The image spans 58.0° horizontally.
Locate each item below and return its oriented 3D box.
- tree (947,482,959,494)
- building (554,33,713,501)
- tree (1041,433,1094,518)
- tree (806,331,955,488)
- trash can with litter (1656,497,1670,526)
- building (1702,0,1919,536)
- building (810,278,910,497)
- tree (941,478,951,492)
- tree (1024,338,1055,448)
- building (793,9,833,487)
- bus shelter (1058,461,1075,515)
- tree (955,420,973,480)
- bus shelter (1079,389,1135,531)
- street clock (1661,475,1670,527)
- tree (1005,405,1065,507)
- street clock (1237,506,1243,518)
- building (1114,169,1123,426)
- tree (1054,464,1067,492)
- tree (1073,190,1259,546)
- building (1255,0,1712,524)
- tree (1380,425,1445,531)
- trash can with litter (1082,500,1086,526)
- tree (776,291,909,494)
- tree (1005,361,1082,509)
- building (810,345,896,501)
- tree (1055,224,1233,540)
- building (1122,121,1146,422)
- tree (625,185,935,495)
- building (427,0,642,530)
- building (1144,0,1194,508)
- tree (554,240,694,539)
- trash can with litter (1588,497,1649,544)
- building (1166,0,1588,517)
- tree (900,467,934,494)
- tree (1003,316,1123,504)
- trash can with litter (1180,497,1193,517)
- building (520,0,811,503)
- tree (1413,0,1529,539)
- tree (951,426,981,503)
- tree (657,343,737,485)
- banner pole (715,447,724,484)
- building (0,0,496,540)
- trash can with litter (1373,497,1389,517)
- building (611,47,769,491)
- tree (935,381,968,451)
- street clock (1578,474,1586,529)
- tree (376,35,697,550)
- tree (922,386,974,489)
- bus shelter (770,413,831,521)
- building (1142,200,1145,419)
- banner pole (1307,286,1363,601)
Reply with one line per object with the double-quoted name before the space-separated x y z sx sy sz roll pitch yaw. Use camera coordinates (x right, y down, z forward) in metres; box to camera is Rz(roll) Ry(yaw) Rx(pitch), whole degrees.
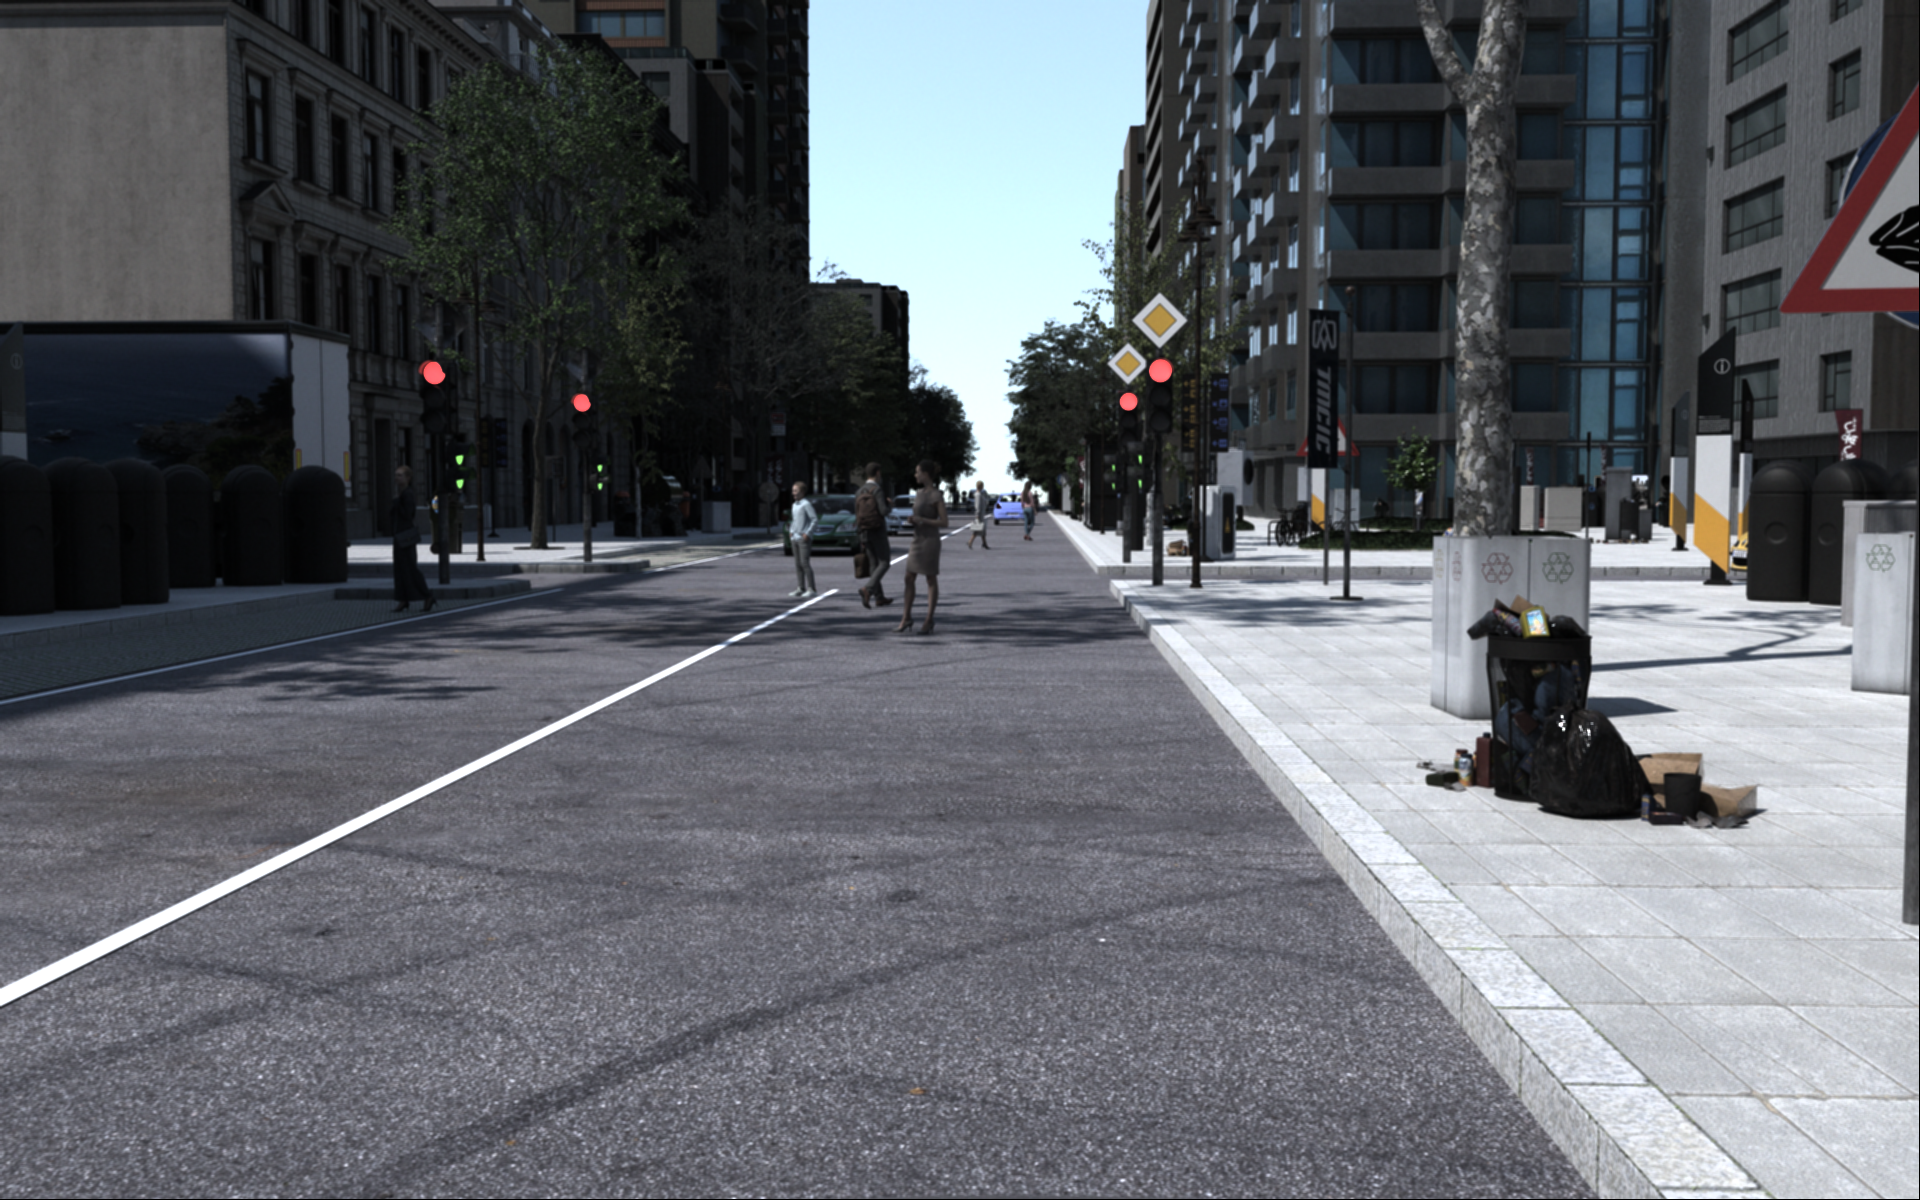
"tree" -1.002 -15.580 249.337 1.663 3.219 1.824 0 3 0
"building" -20.762 -16.035 91.850 12.332 23.373 15.834 0 4 2
"tree" 7.149 -6.733 93.791 4.285 4.588 4.351 0 3 0
"tree" -6.301 -12.402 119.780 9.611 12.733 9.660 0 3 0
"trash can with litter" 28.590 -3.609 70.387 0.624 1.170 1.055 1 4 21
"building" 29.608 -16.781 46.067 14.107 30.474 14.160 0 4 2
"building" -14.390 -28.434 236.589 14.160 30.474 14.107 0 4 2
"tree" -1.642 -17.540 237.134 4.737 8.622 4.395 0 3 0
"tree" 5.013 -7.475 72.573 4.360 8.622 3.978 0 3 0
"building" -22.588 -44.200 160.926 20.563 71.187 20.611 0 4 2
"bus shelter" 6.749 -6.570 101.345 2.014 3.302 5.546 0 4 2
"tree" -3.487 -15.732 174.231 9.611 12.733 9.660 0 3 0
"bus shelter" 5.523 -5.287 64.077 2.179 5.291 8.768 0 4 2
"street clock" 27.221 -3.796 66.638 0.358 2.002 0.471 -2 4 -25
"tree" 9.460 -15.936 170.925 12.009 13.543 11.850 0 3 0
"street clock" 11.289 -3.986 69.741 0.358 2.002 0.471 -3 5 -43
"building" 26.846 -32.821 220.224 14.154 41.232 14.086 0 4 2
"tree" 6.704 -7.025 109.456 1.663 3.219 1.824 0 3 0
"tree" 4.917 -5.643 42.631 4.737 8.622 4.395 0 3 0
"building" 25.811 -28.555 86.477 23.786 49.044 30.456 0 4 2
"tree" 12.817 -3.320 48.876 1.663 3.219 1.824 0 3 0
"trash can with litter" 5.122 -3.551 69.448 0.624 1.170 1.055 0 4 -4
"tree" -6.764 -10.974 97.554 7.486 12.596 7.792 0 3 0
"tree" 8.465 -13.994 145.803 9.611 12.733 9.660 0 3 0
"building" -22.959 -22.643 215.254 27.650 21.520 28.899 0 4 2
"tree" 5.439 -5.989 48.283 4.360 8.622 3.978 0 3 0
"building" 26.611 -33.995 205.934 14.600 45.320 14.200 0 4 2
"tree" -8.368 -9.708 69.089 12.009 13.543 11.850 0 3 0
"building" -22.312 -14.082 72.035 13.314 21.916 24.055 0 4 2
"building" 27.258 -32.129 149.005 21.300 48.544 21.600 0 4 2
"tree" -9.414 -6.062 49.482 4.737 8.622 4.395 0 3 0
"trash can with litter" 17.072 -2.093 45.270 2.233 1.210 1.678 -1 4 -9
"building" 27.345 -30.787 122.984 23.786 49.044 30.456 0 4 2
"tree" -4.149 -11.041 164.234 4.285 4.588 4.351 0 3 0
"tree" 7.691 -13.181 122.163 9.857 13.997 8.962 0 3 0
"trash can with litter" 9.568 -3.695 71.806 0.624 1.170 1.055 -1 4 -19
"building" -23.822 -29.507 137.069 22.147 44.769 28.867 0 4 2
"tree" 4.613 -9.594 12.746 12.611 20.169 13.585 0 3 0
"tree" -0.621 -20.466 260.372 9.928 11.665 9.643 0 3 0
"tree" -12.729 -8.091 82.647 4.360 8.622 3.978 0 3 0
"banner pole" -12.870 -6.296 92.960 0.863 3.779 0.401 2 4 31
"building" -21.605 -11.365 50.441 10.561 19.102 19.286 0 4 2
"trash can with litter" 16.422 -3.368 66.458 1.055 1.170 0.624 0 4 7
"building" -20.906 -21.053 115.917 14.160 30.474 14.107 0 4 2
"tree" -4.492 -14.523 147.822 12.009 13.543 11.850 0 3 0
"street clock" 22.961 -3.638 64.055 0.358 2.002 0.471 1 4 19
"tree" -9.619 -6.976 39.816 9.928 11.665 9.643 0 3 0
"tree" -2.763 -18.160 203.562 9.857 13.997 8.962 0 3 0
"bus shelter" -8.128 -6.748 87.969 2.179 5.291 8.768 0 4 3
"building" 24.581 -24.213 167.580 14.160 30.474 14.107 0 4 2
"banner pole" 4.490 -1.884 20.814 0.863 3.779 0.401 -2 4 -28
